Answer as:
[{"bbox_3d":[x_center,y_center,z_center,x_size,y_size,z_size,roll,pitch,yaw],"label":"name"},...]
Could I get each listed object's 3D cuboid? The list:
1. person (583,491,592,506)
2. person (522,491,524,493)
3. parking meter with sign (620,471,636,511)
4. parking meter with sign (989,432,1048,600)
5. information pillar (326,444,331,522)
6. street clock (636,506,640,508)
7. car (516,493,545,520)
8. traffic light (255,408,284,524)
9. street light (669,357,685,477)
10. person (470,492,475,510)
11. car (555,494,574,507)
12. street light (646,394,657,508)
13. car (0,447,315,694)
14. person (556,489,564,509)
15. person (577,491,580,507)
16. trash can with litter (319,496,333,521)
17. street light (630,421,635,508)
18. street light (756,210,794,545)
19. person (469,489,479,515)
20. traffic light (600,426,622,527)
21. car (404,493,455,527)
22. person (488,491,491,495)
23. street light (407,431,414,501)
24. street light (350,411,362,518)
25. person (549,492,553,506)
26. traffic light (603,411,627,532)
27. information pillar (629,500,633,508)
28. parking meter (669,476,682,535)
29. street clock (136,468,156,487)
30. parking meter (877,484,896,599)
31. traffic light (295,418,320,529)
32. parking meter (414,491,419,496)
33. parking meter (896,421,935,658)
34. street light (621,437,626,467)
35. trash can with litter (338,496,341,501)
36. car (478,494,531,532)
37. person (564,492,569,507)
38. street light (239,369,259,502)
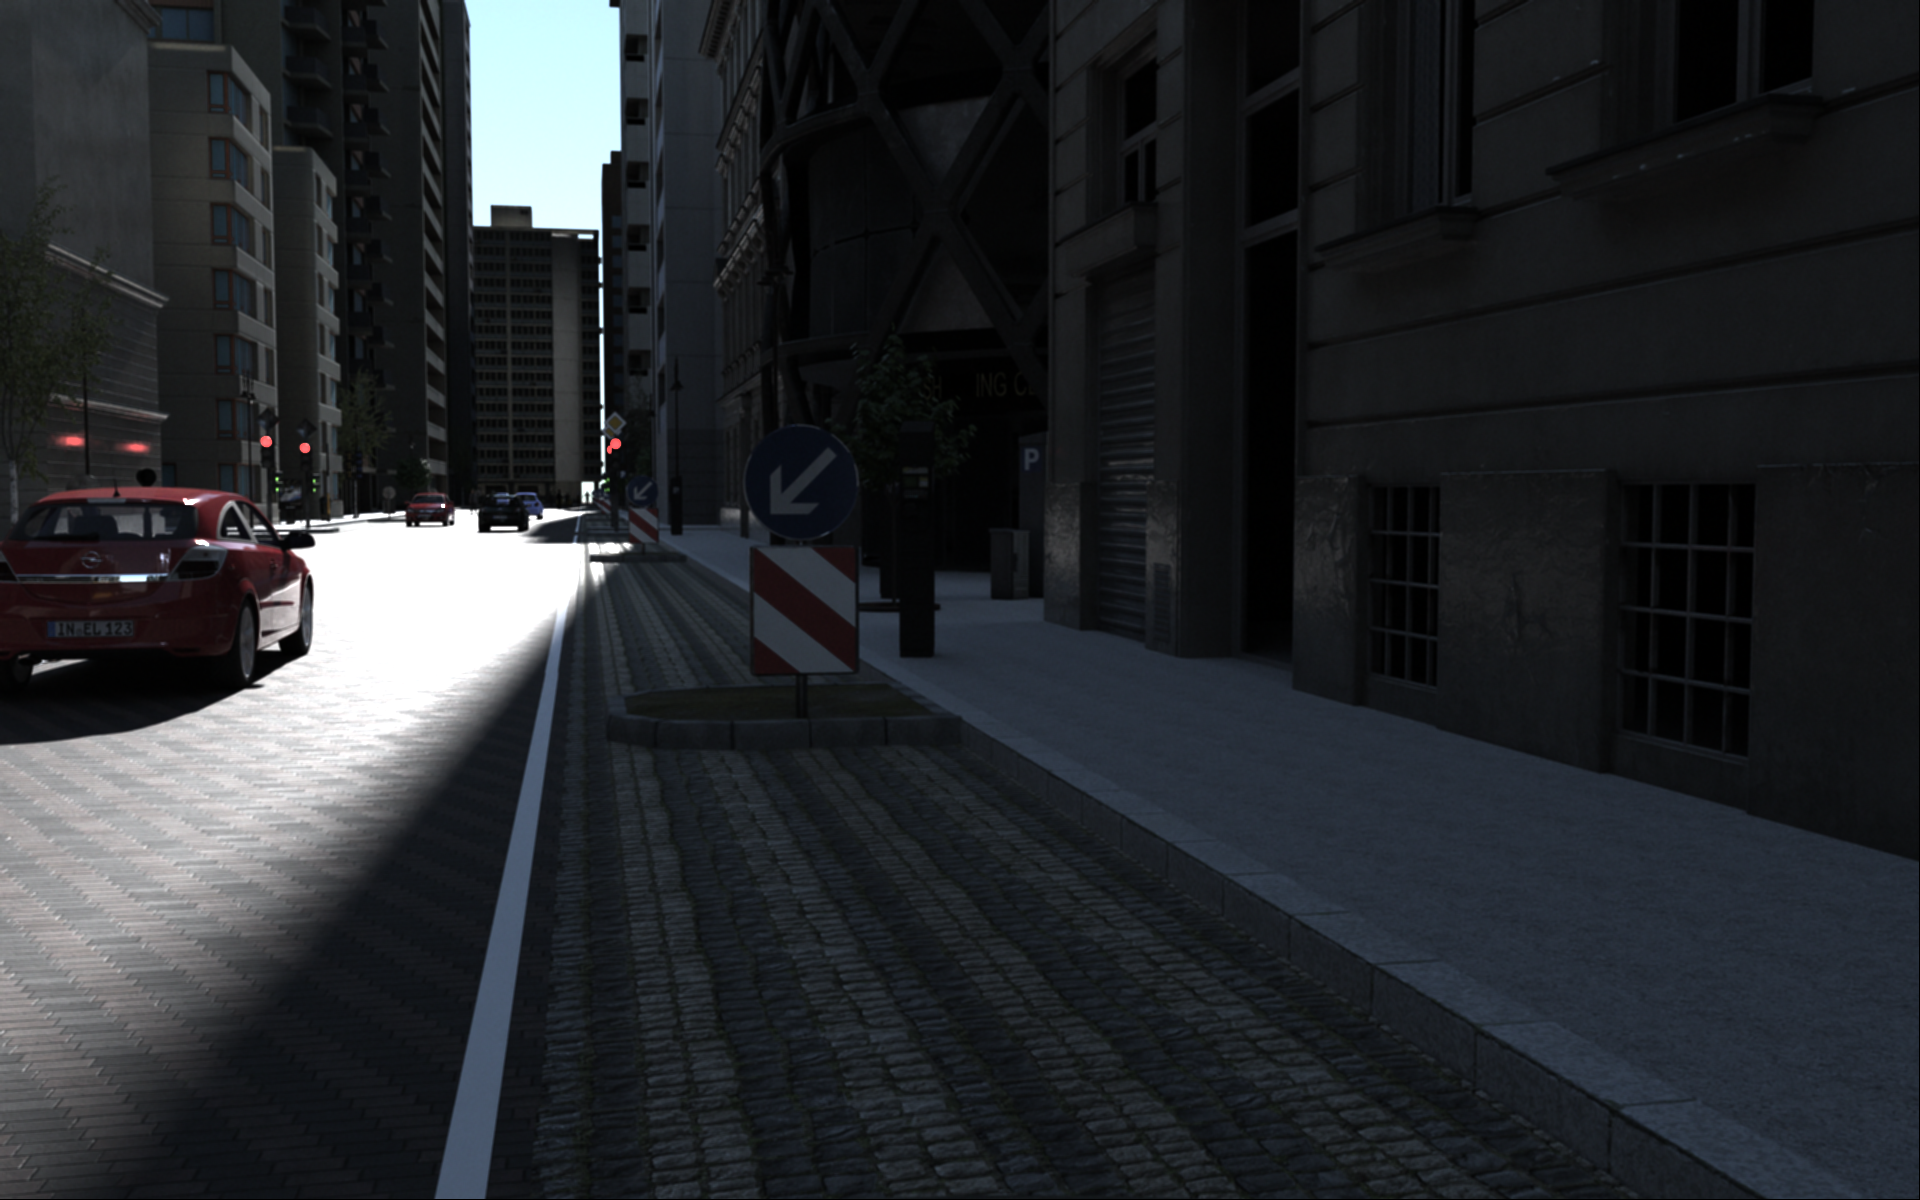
[{"bbox_3d":[-45.354,-12.378,210.835,1.348,1.831,0.705,-2,4,-32],"label":"person"},{"bbox_3d":[-45.390,-10.429,179.732,1.217,1.735,0.721,-2,4,-27],"label":"person"},{"bbox_3d":[-24.959,-8.243,131.031,0.543,3.016,1.738,2,4,25],"label":"parking meter with sign"},{"bbox_3d":[1.065,-1.550,21.596,0.543,3.016,1.738,3,5,39],"label":"parking meter with sign"},{"bbox_3d":[-29.220,-5.427,80.078,0.183,3.616,0.504,-1,4,-21],"label":"information pillar"},{"bbox_3d":[-19.552,-6.150,105.125,0.471,2.002,0.358,-3,5,-41],"label":"street clock"},{"bbox_3d":[-24.335,-5.364,97.285,1.945,1.707,3.694,-1,4,-11],"label":"car"},{"bbox_3d":[-22.505,-4.129,56.423,0.839,4.253,0.868,-1,4,-12],"label":"traffic light"},{"bbox_3d":[-9.526,-5.230,58.291,0.468,5.910,1.993,-1,4,-12],"label":"street light"},{"bbox_3d":[-43.318,-8.851,154.023,0.445,1.727,0.742,0,4,4],"label":"person"},{"bbox_3d":[-44.060,-11.173,192.899,2.015,1.641,3.980,-1,4,-12],"label":"car"},{"bbox_3d":[-14.009,-6.477,78.682,0.468,5.910,1.993,-1,4,-12],"label":"street light"},{"bbox_3d":[-6.435,-0.305,14.035,2.155,1.783,4.494,-1,4,-12],"label":"car"},{"bbox_3d":[-37.468,-9.414,162.046,0.705,1.869,1.348,-3,5,-43],"label":"person"},{"bbox_3d":[-43.382,-11.455,196.520,0.721,1.736,1.217,0,4,-7],"label":"person"},{"bbox_3d":[-30.852,-4.461,84.320,0.624,1.170,1.055,-1,4,-19],"label":"trash can with litter"},{"bbox_3d":[-20.503,-8.308,108.626,0.468,5.910,1.993,-1,4,-12],"label":"street light"},{"bbox_3d":[-3.037,-3.407,28.500,0.468,5.910,1.993,-1,4,-12],"label":"street light"},{"bbox_3d":[-33.238,-6.722,118.585,0.709,1.800,0.728,1,4,8],"label":"person"},{"bbox_3d":[-13.395,-4.750,66.583,0.839,4.253,0.868,-1,4,-12],"label":"traffic light"},{"bbox_3d":[-23.824,-4.212,77.913,2.155,1.783,4.494,-1,4,-11],"label":"car"},{"bbox_3d":[-50.110,-10.746,184.911,1.217,1.743,0.721,-1,4,-18],"label":"person"},{"bbox_3d":[-39.324,-9.259,124.165,0.468,5.910,1.993,-1,4,-12],"label":"street light"},{"bbox_3d":[-32.850,-7.436,94.370,0.468,5.910,1.993,-1,4,-12],"label":"street light"},{"bbox_3d":[-47.991,-11.844,202.950,0.742,1.727,0.445,3,4,38],"label":"person"},{"bbox_3d":[-11.699,-4.273,58.780,0.839,4.253,0.868,-1,4,-12],"label":"traffic light"},{"bbox_3d":[-23.225,-7.203,122.268,0.304,2.012,0.304,0,4,-6],"label":"information pillar"},{"bbox_3d":[-8.914,-2.972,54.310,0.399,1.863,0.255,-1,4,-10],"label":"parking meter"},{"bbox_3d":[-22.867,-2.700,48.714,0.358,2.002,0.471,3,5,42],"label":"street clock"},{"bbox_3d":[-0.800,-0.952,21.284,0.399,1.863,0.255,1,4,15],"label":"parking meter"},{"bbox_3d":[-24.201,-4.606,64.226,0.839,4.253,0.868,-1,4,-12],"label":"traffic light"},{"bbox_3d":[-43.113,-7.890,137.405,0.372,1.533,0.369,0,3,0],"label":"parking meter"},{"bbox_3d":[-0.339,-0.487,13.679,0.255,1.863,0.399,0,4,3],"label":"parking meter"},{"bbox_3d":[-26.939,-10.133,138.455,0.468,5.910,1.993,-1,4,-12],"label":"street light"},{"bbox_3d":[-34.886,-5.183,96.128,1.055,1.170,0.624,-2,4,-26],"label":"trash can with litter"},{"bbox_3d":[-17.725,-3.518,67.310,2.009,1.686,4.222,-1,4,-11],"label":"car"},{"bbox_3d":[-43.052,-10.978,189.460,0.415,1.643,0.593,2,4,29],"label":"person"},{"bbox_3d":[-26.258,-5.581,64.031,0.468,5.910,1.993,-1,4,-12],"label":"street light"}]
